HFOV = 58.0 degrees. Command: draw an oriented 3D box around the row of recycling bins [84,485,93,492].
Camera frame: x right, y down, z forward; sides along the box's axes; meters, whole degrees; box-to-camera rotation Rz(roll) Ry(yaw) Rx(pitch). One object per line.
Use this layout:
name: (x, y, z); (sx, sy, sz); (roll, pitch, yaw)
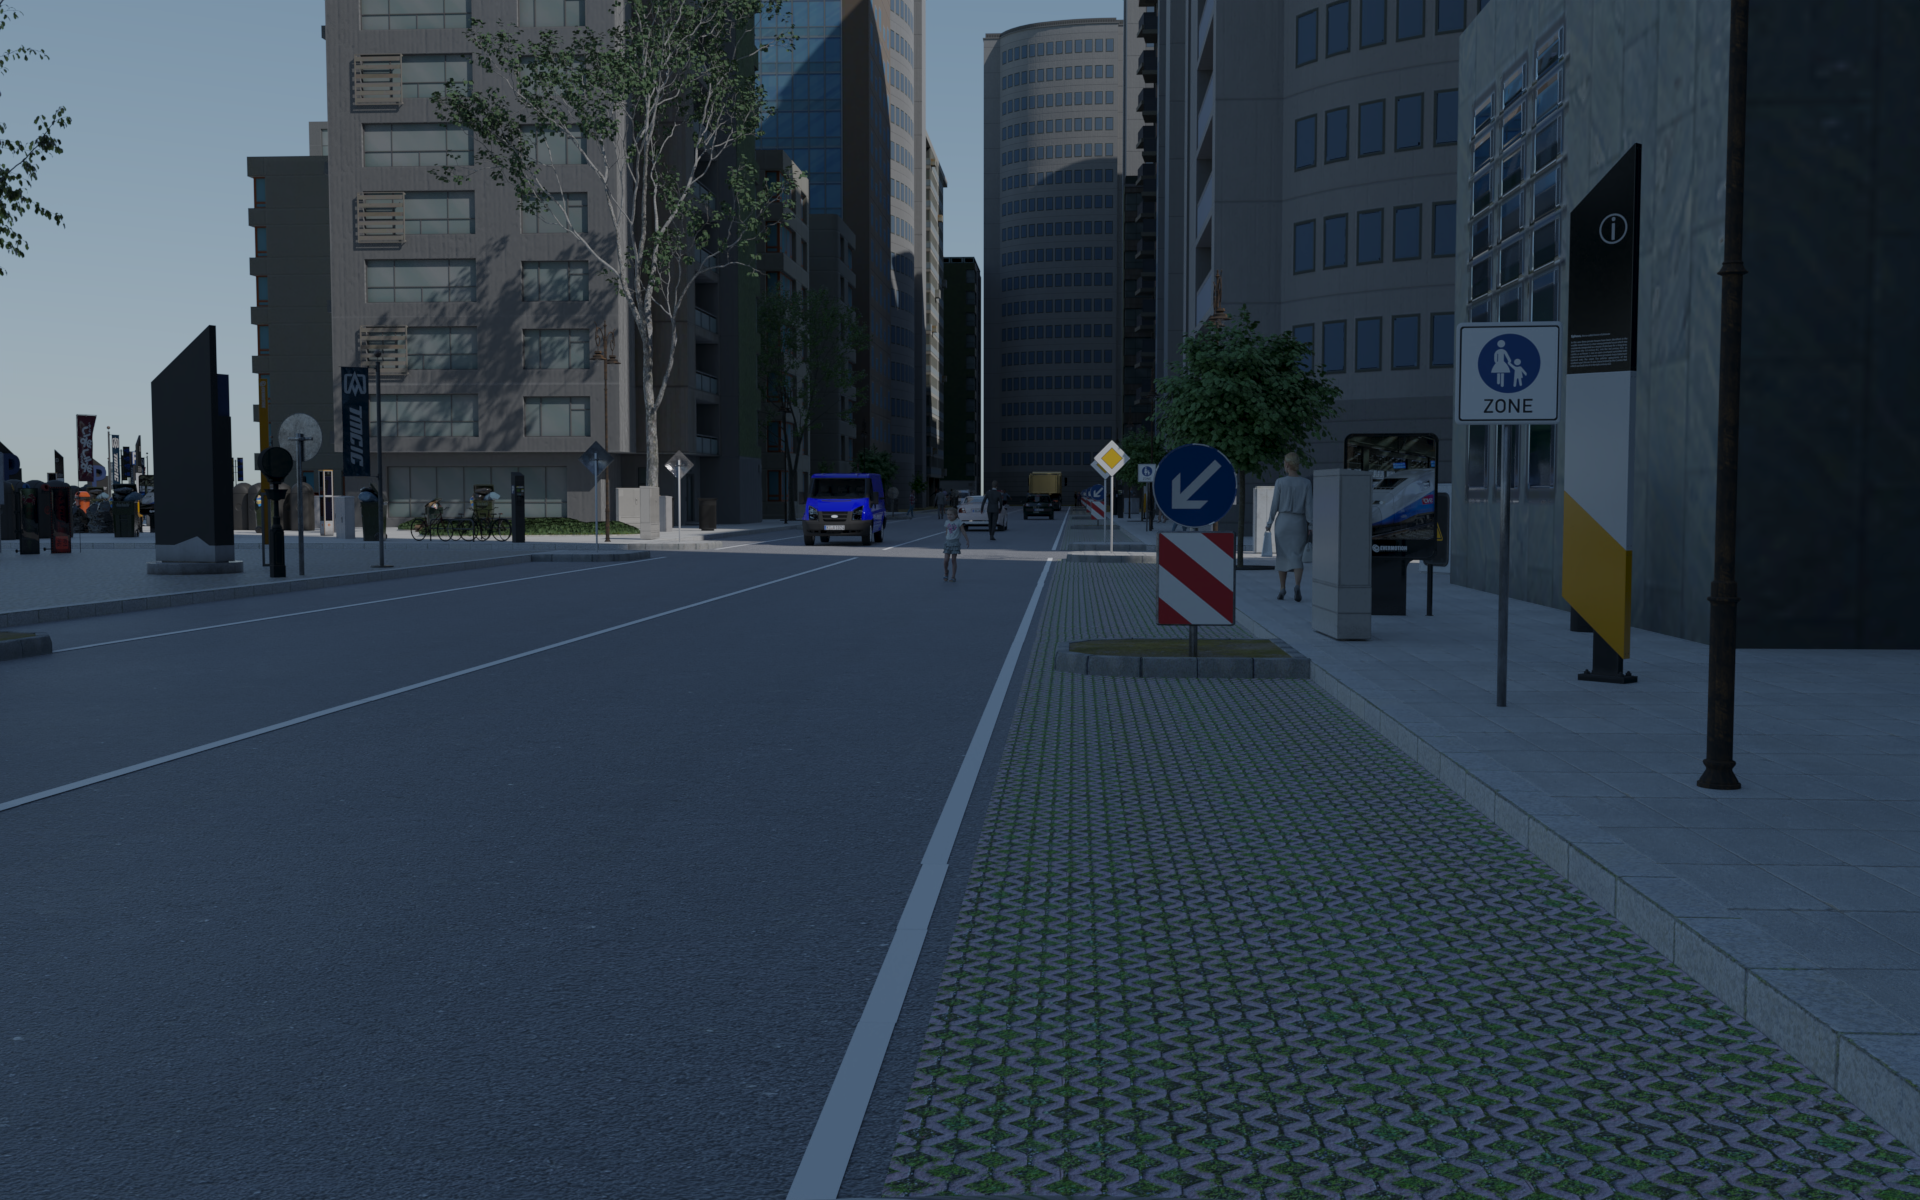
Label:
row of recycling bins: (-41.698, -4.501, 80.702); (1.069, 1.692, 3.534); (1, 4, 22)

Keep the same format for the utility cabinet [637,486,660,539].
utility cabinet: (-8.776, -2.470, 49.071); (0.318, 1.500, 1.173); (0, 4, 3)

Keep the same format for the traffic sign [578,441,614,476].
traffic sign: (-7.988, -2.190, 37.992); (0.795, 2.593, 0.064); (0, 4, 4)

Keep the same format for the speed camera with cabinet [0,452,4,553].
speed camera with cabinet: (-21.788, -2.692, 38.346); (0.660, 3.252, 2.038); (-3, 5, -44)

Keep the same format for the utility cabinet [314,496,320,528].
utility cabinet: (-23.751, -3.296, 65.043); (1.020, 1.237, 0.306); (-1, 4, -14)

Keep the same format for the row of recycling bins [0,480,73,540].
row of recycling bins: (-26.725, -2.597, 49.570); (1.069, 1.692, 3.534); (0, 4, 5)

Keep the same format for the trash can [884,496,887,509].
trash can: (-5.161, -6.201, 113.035); (0.748, 1.137, 0.748); (0, 3, 0)

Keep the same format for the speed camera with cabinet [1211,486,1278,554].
speed camera with cabinet: (6.296, -2.627, 37.295); (2.038, 3.252, 0.660); (0, 4, 6)

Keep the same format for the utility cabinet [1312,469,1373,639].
utility cabinet: (3.446, -0.424, 15.603); (0.318, 1.500, 1.173); (0, 4, 1)

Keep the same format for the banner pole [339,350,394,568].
banner pole: (-10.322, -2.452, 30.106); (0.863, 3.779, 0.401); (-2, 4, -33)

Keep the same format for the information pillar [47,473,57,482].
information pillar: (-30.959, -3.340, 59.104); (0.304, 2.012, 0.304); (-2, 4, -29)

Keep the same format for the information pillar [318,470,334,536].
information pillar: (-19.423, -2.972, 53.078); (0.304, 2.012, 0.304); (3, 5, 42)

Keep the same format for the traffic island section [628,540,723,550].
traffic island section: (-7.484, -1.452, 46.028); (2.009, 0.180, 2.903); (0, 4, 4)

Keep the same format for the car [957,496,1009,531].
car: (0.887, -3.415, 68.196); (2.083, 1.381, 4.827); (0, 4, 4)

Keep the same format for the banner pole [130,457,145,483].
banner pole: (-46.507, -6.577, 97.548); (0.401, 3.779, 0.863); (0, 4, 8)

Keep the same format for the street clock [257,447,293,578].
street clock: (-10.508, -1.349, 26.626); (0.471, 2.002, 0.358); (-3, 5, -39)

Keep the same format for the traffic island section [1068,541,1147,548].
traffic island section: (3.832, -1.407, 45.277); (2.009, 0.180, 2.903); (0, 4, 4)

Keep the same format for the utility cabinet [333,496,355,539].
utility cabinet: (-17.693, -2.365, 49.827); (0.306, 1.237, 1.020); (-2, 4, -34)

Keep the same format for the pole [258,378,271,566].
pole: (-12.312, -2.253, 30.687); (0.158, 3.312, 0.155); (0, 3, 0)

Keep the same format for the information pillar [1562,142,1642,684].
information pillar: (4.383, -1.252, 11.819); (0.183, 3.616, 0.504); (-3, 5, -40)

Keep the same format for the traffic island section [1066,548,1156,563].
traffic island section: (3.305, -0.919, 37.310); (2.009, 0.180, 2.903); (0, 4, 4)

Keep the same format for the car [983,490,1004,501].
car: (3.348, -9.412, 162.557); (2.281, 1.827, 5.304); (0, 4, 4)

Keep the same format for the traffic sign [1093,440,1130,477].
traffic sign: (3.281, -2.143, 37.229); (0.795, 2.593, 0.064); (0, 4, 4)

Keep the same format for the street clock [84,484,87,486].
street clock: (-62.415, -7.300, 123.926); (0.358, 2.002, 0.471); (3, 5, 41)

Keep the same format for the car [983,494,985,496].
car: (2.552, -8.339, 146.561); (2.015, 1.641, 3.980); (0, 4, 5)

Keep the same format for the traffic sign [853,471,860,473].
traffic sign: (-5.789, -5.921, 96.910); (0.768, 2.556, 0.104); (0, 4, 7)

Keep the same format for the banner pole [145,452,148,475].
banner pole: (-48.833, -6.952, 103.685); (0.401, 3.779, 0.863); (2, 4, 33)

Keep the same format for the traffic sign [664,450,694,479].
traffic sign: (-7.460, -2.677, 45.960); (0.795, 2.593, 0.064); (0, 4, 4)

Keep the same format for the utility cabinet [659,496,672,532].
utility cabinet: (-10.257, -2.933, 59.118); (1.020, 1.237, 0.306); (3, 5, 40)

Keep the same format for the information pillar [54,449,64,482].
information pillar: (-47.163, -6.077, 90.719); (0.504, 3.616, 0.183); (0, 4, 7)

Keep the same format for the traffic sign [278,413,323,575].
traffic sign: (-10.407, -1.664, 27.308); (0.768, 2.556, 0.104); (1, 4, 10)

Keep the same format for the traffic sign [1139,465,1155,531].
traffic sign: (6.399, -3.494, 59.261); (0.606, 2.300, 0.079); (1, 4, 12)

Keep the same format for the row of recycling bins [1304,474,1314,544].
row of recycling bins: (7.612, -1.641, 33.936); (1.069, 1.692, 3.534); (3, 4, 37)

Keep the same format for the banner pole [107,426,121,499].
banner pole: (-31.249, -4.523, 63.961); (0.401, 3.779, 0.863); (0, 4, 8)

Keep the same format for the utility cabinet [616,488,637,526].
utility cabinet: (-12.092, -3.383, 63.984); (1.173, 1.500, 0.318); (-2, 4, -31)

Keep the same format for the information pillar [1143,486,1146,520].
information pillar: (9.312, -5.865, 87.254); (0.183, 3.616, 0.504); (0, 4, 1)

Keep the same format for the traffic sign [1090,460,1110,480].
traffic sign: (3.808, -2.630, 45.196); (0.795, 2.593, 0.064); (0, 4, 4)

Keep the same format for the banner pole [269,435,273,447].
banner pole: (-29.404, -5.119, 73.711); (0.401, 3.779, 0.863); (1, 4, 16)

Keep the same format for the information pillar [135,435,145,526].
information pillar: (-32.448, -4.717, 68.472); (0.183, 3.616, 0.504); (-1, 4, -9)

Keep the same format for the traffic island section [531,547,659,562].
traffic island section: (-8.012, -0.965, 38.061); (2.009, 0.180, 2.903); (0, 4, 4)

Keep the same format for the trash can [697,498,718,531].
trash can: (-8.799, -2.980, 60.373); (0.748, 1.137, 0.748); (0, 3, 0)

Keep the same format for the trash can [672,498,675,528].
trash can: (-10.680, -3.126, 62.769); (0.748, 1.137, 0.748); (0, 3, 0)

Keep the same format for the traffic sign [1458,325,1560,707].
traffic sign: (3.270, -0.505, 10.392); (0.606, 2.300, 0.079); (1, 4, 9)

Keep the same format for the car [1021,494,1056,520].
car: (4.446, -5.401, 98.091); (2.009, 1.686, 4.222); (0, 4, 2)

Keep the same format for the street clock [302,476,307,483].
street clock: (-26.086, -3.927, 68.779); (0.358, 2.002, 0.471); (-1, 4, -13)

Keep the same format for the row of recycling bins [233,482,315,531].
row of recycling bins: (-24.219, -3.296, 61.005); (3.534, 1.692, 1.069); (2, 4, 23)
